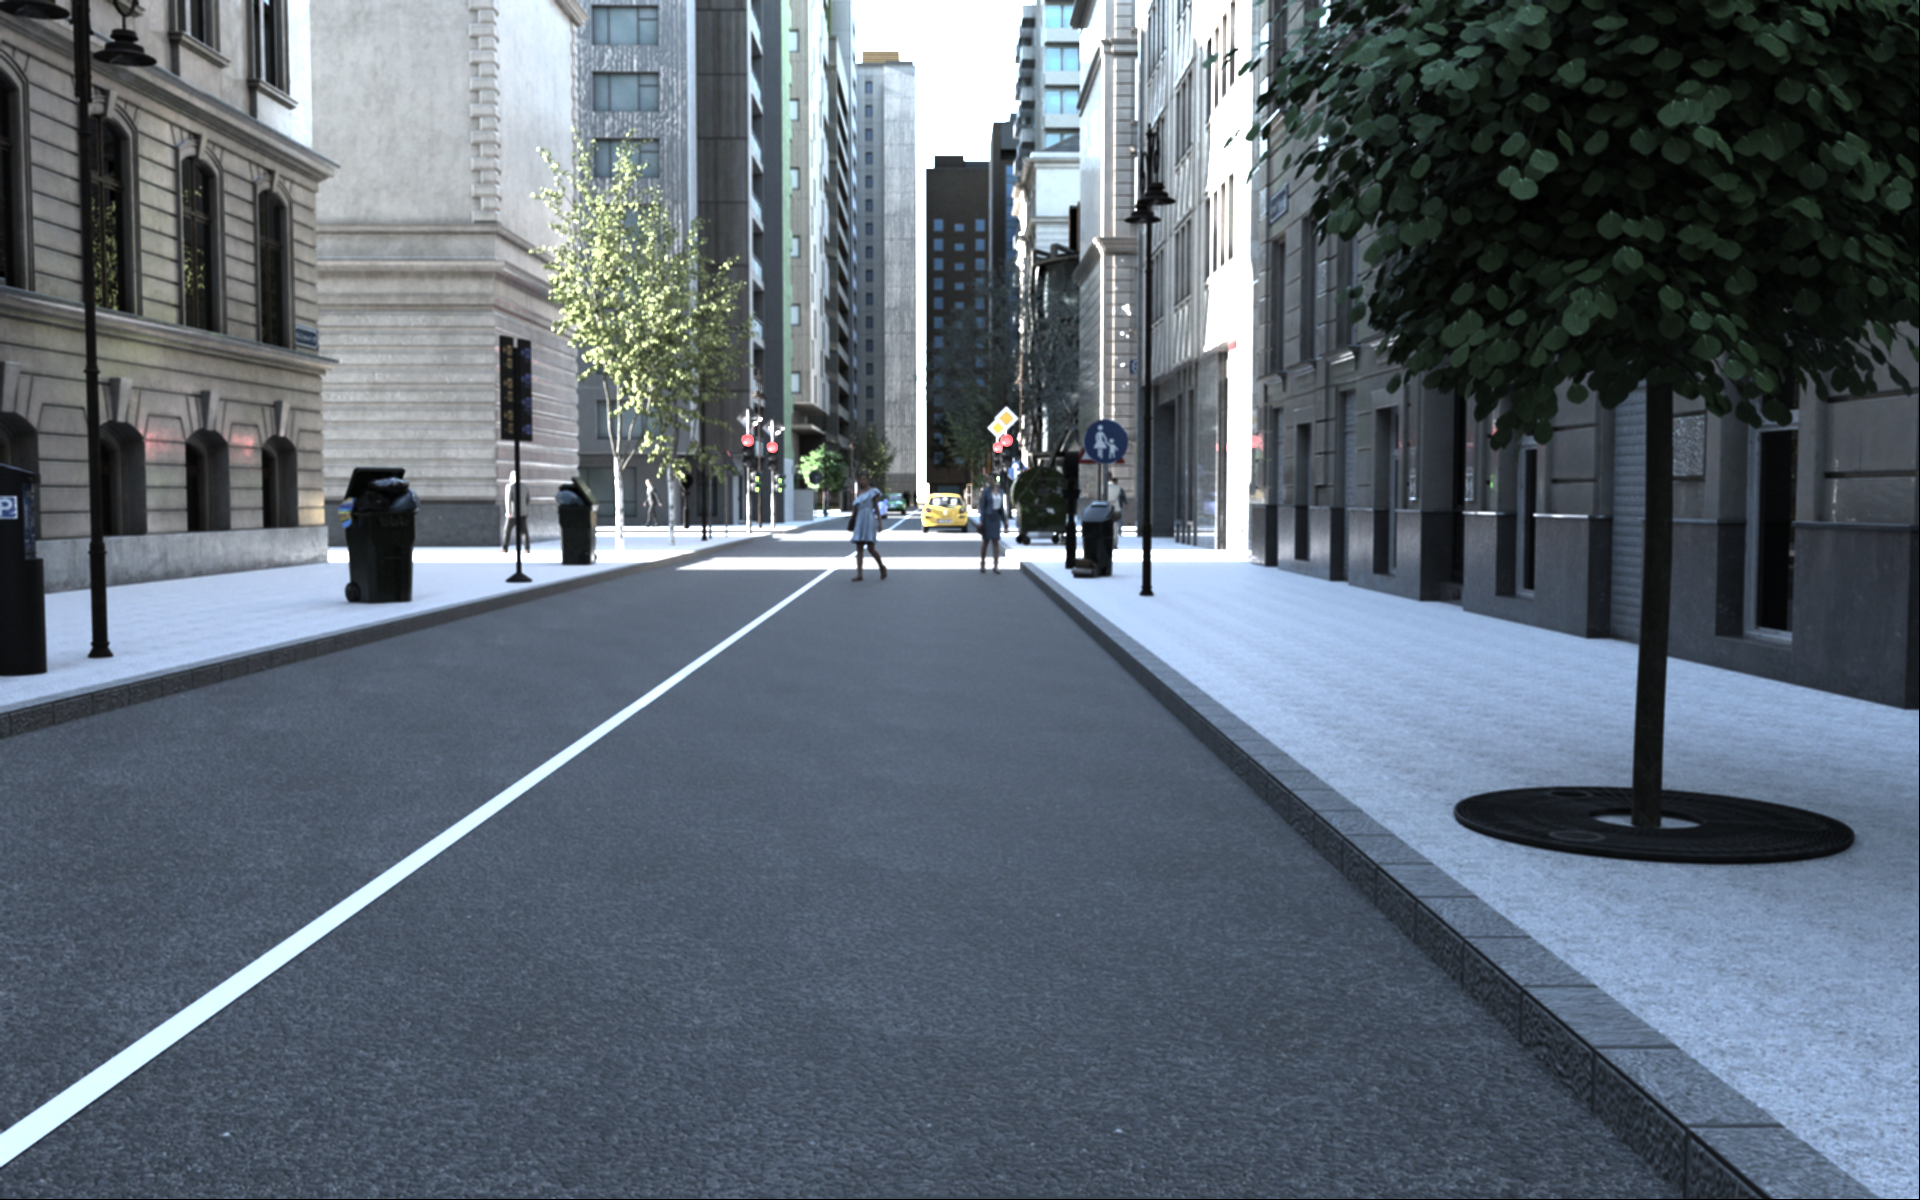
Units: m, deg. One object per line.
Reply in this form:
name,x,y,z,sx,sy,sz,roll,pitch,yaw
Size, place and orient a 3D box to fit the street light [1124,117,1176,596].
street light,2.365,-2.995,21.763,0.468,5.910,1.993,0,4,-1

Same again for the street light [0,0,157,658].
street light,-6.773,-2.488,13.469,0.468,5.910,1.993,0,4,-1

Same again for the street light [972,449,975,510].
street light,0.977,-10.068,137.405,0.468,5.910,1.993,0,4,-1

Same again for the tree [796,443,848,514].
tree,-8.812,-7.784,110.977,4.285,4.588,4.351,0,3,0

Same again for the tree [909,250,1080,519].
tree,2.457,-10.870,88.090,12.009,13.543,11.850,0,3,0

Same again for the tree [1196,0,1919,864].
tree,2.573,-1.399,6.584,4.285,4.588,4.351,0,3,0

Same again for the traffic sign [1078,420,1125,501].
traffic sign,2.446,-1.858,30.388,0.884,2.594,0.081,0,4,6

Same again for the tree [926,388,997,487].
tree,0.429,-13.380,153.178,7.601,10.594,8.767,0,4,3

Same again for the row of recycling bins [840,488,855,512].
row of recycling bins,-8.276,-7.339,127.105,1.069,1.692,3.534,0,4,2

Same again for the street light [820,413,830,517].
street light,-7.557,-7.602,97.085,0.468,5.910,1.993,0,4,-1

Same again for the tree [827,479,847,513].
tree,-8.373,-7.467,116.682,1.663,3.219,1.824,0,3,0

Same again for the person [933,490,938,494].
person,-2.251,-9.274,160.073,1.348,1.831,0.705,0,4,3

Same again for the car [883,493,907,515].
car,-4.718,-6.923,121.992,1.959,1.807,4.718,0,4,0

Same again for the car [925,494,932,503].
car,-2.838,-10.760,187.930,2.014,1.417,4.499,0,4,0

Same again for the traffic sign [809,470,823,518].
traffic sign,-7.723,-5.660,92.652,0.768,2.556,0.104,0,4,6

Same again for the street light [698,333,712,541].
street light,-7.046,-4.574,47.577,0.468,5.910,1.993,0,4,-1

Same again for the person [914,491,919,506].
person,-5.127,-11.761,200.820,0.705,1.821,1.348,1,4,22

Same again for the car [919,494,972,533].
car,-0.562,-3.387,65.606,2.015,1.641,3.980,0,4,0

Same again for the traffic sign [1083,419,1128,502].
traffic sign,2.488,-1.804,29.604,0.768,2.556,0.104,0,4,5

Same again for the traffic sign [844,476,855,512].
traffic sign,-7.888,-7.491,122.478,0.884,2.594,0.081,0,4,2

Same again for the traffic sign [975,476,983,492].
traffic sign,1.445,-7.584,124.112,0.768,2.556,0.104,0,4,6

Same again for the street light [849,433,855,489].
street light,-8.087,-9.632,130.271,0.468,5.910,1.993,0,4,-1

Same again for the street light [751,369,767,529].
street light,-7.388,-5.572,63.896,0.468,5.910,1.993,0,4,-1

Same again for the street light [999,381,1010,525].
street light,1.846,-5.992,70.759,0.468,5.910,1.993,0,4,-1

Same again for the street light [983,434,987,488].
street light,1.439,-8.039,104.219,0.468,5.910,1.993,0,4,-1

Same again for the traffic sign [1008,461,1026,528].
traffic sign,2.179,-4.040,66.156,0.768,2.556,0.104,0,4,1

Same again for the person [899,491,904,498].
person,-6.219,-10.347,178.203,0.617,1.759,0.750,2,4,28

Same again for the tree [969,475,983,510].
tree,1.694,-9.148,144.171,1.663,3.219,1.824,0,3,0

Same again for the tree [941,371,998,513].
tree,1.234,-9.131,99.654,4.737,8.622,4.395,0,3,0

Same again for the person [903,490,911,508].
person,-5.731,-10.545,180.921,1.348,1.822,0.705,-1,4,-18

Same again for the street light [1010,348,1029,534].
street light,1.942,-5.025,54.949,0.468,5.910,1.993,0,4,-1

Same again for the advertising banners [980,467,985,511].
advertising banners,1.428,-7.002,110.675,0.090,3.025,2.074,0,4,-7

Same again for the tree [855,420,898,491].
tree,-8.559,-13.628,173.187,4.737,8.622,4.395,0,3,0

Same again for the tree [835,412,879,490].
tree,-8.783,-12.224,150.225,4.360,8.622,3.978,0,3,0

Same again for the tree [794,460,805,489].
tree,-10.927,-6.847,106.546,1.663,3.219,1.824,0,3,0

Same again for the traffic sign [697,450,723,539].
traffic sign,-7.157,-3.025,49.565,0.768,2.556,0.104,0,4,5

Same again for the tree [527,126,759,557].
tree,-6.779,-5.186,35.147,4.737,8.622,4.395,0,3,0

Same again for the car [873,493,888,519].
car,-5.175,-5.634,101.713,1.945,1.707,3.694,0,4,1

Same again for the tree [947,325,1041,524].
tree,1.699,-7.586,74.392,4.360,8.622,3.978,0,3,0

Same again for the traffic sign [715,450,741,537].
traffic sign,-6.906,-3.130,51.176,0.884,2.594,0.081,0,4,4

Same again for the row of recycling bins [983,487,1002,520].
row of recycling bins,1.573,-4.776,85.201,1.069,1.692,3.534,0,4,2

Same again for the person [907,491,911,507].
person,-5.928,-11.537,197.141,0.705,1.823,1.348,3,5,39
